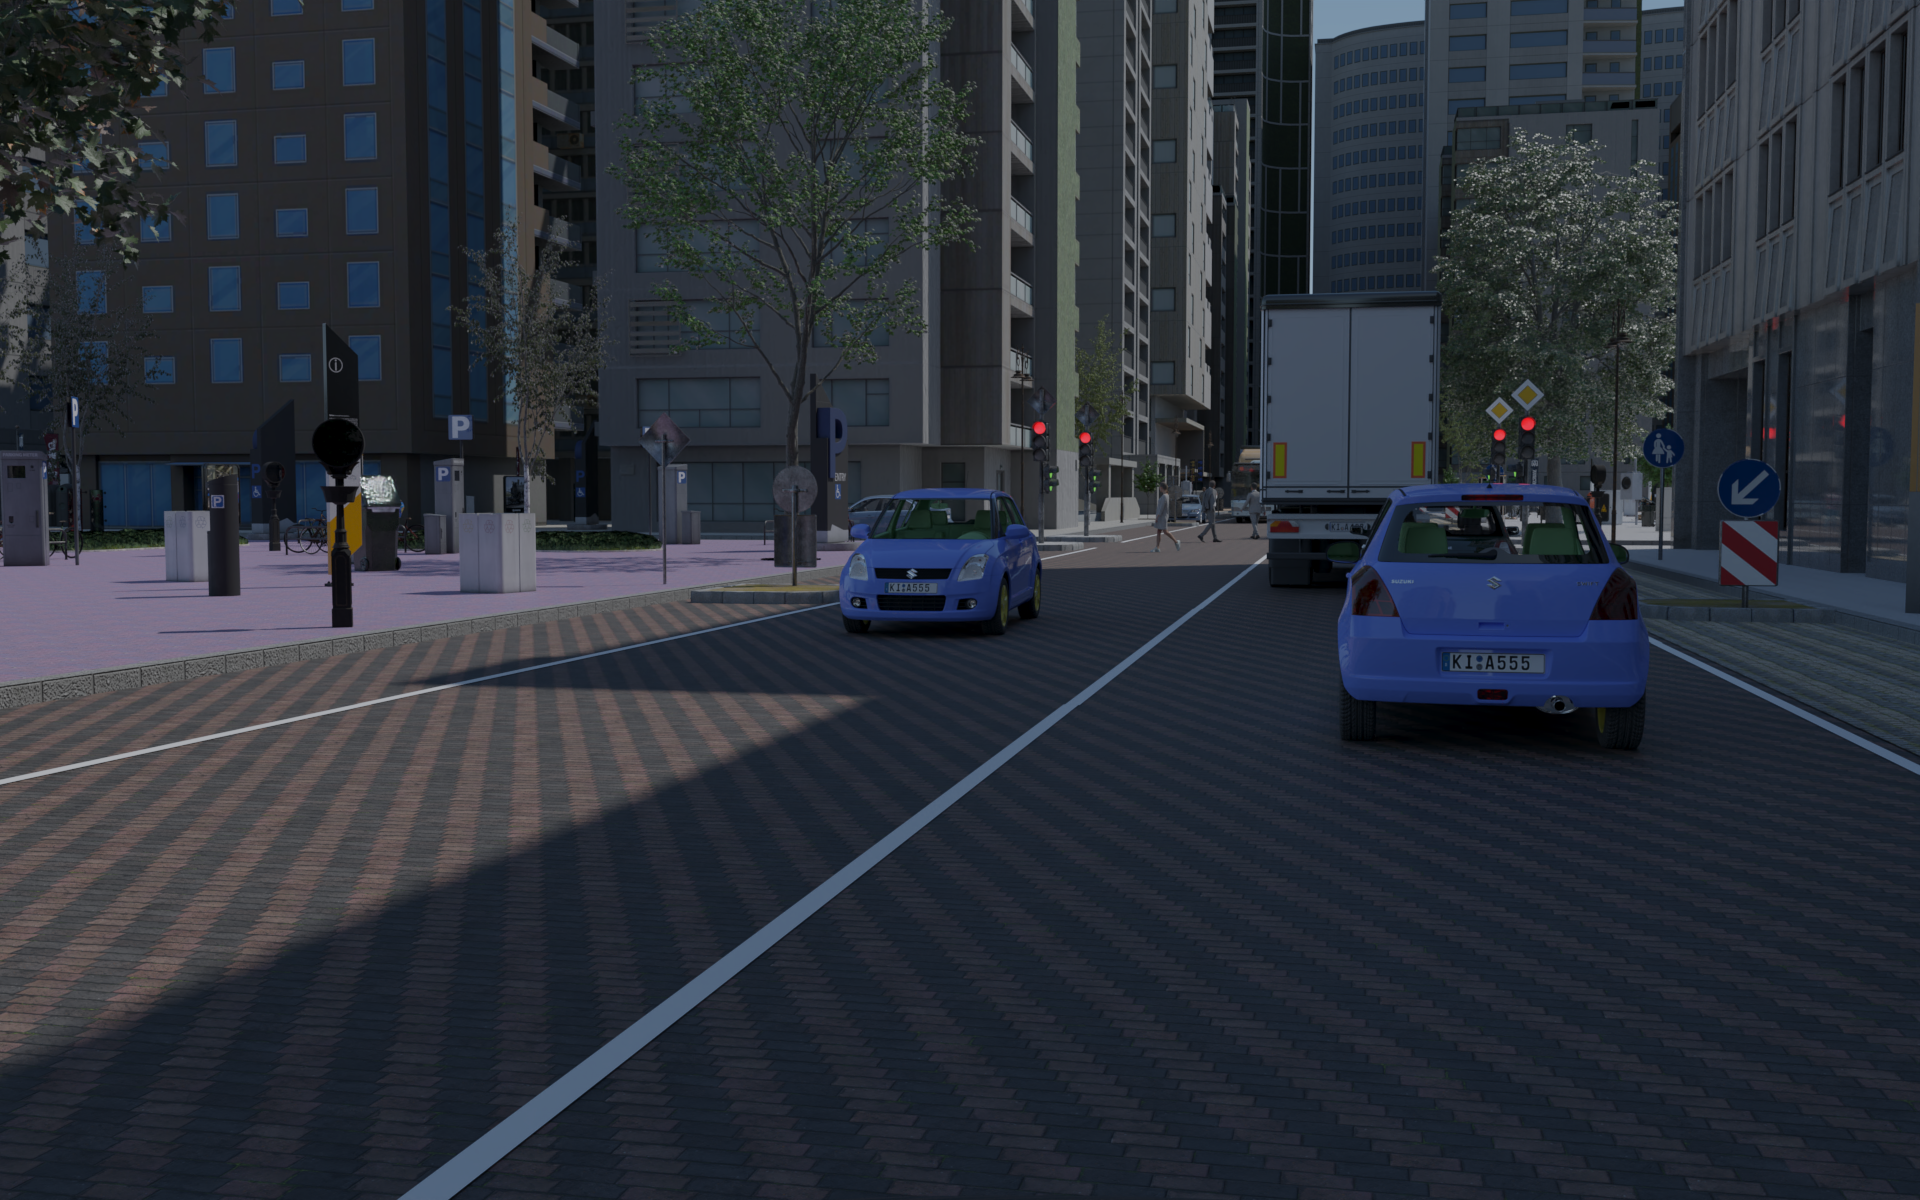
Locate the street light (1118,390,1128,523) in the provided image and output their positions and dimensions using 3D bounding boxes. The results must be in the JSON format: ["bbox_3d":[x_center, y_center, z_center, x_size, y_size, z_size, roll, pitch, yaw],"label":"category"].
[{"bbox_3d":[7.220,-6.382,77.133,0.468,5.910,1.993,1,4,13],"label":"street light"}]

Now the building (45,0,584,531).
[{"bbox_3d":[-24.234,-25.464,66.451,14.200,45.320,14.600,1,4,13],"label":"building"}]

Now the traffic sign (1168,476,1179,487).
[{"bbox_3d":[11.847,-5.753,96.187,0.606,2.300,0.079,1,4,14],"label":"traffic sign"}]

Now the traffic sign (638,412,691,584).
[{"bbox_3d":[-4.191,-1.428,24.536,0.795,2.450,0.064,1,4,15],"label":"traffic sign"}]

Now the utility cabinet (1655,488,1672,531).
[{"bbox_3d":[24.190,-3.065,58.786,1.173,1.500,0.318,-1,4,-19],"label":"utility cabinet"}]

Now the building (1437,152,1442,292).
[{"bbox_3d":[47.042,-22.831,144.984,14.160,30.474,14.107,1,4,13],"label":"building"}]

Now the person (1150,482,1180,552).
[{"bbox_3d":[5.059,-2.050,42.768,0.760,1.731,0.466,-1,4,-21],"label":"person"}]

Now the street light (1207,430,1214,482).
[{"bbox_3d":[18.096,-9.335,125.422,0.468,5.910,1.993,1,4,13],"label":"street light"}]

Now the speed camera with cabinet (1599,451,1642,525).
[{"bbox_3d":[27.554,-4.775,72.400,0.660,3.252,2.038,-1,4,-22],"label":"speed camera with cabinet"}]

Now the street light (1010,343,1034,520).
[{"bbox_3d":[1.921,-4.928,53.361,0.468,5.910,1.993,1,4,13],"label":"street light"}]

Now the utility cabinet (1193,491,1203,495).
[{"bbox_3d":[16.780,-6.813,120.070,1.173,1.500,0.318,1,4,23],"label":"utility cabinet"}]

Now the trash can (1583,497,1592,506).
[{"bbox_3d":[26.342,-3.771,73.307,0.748,1.137,0.748,0,3,0],"label":"trash can"}]

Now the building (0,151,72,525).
[{"bbox_3d":[-51.753,-32.710,76.810,28.212,58.520,21.231,1,4,13],"label":"building"}]

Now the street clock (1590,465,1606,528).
[{"bbox_3d":[15.775,-2.342,42.858,0.358,2.002,0.471,0,4,-1],"label":"street clock"}]

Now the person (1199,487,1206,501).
[{"bbox_3d":[12.794,-5.020,90.849,0.520,1.790,0.573,1,4,15],"label":"person"}]

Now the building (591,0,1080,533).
[{"bbox_3d":[-3.731,-23.092,61.156,14.154,41.232,14.086,1,4,13],"label":"building"}]

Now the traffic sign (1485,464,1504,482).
[{"bbox_3d":[22.221,-4.403,72.090,0.768,2.556,0.104,1,4,19],"label":"traffic sign"}]

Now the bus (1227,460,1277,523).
[{"bbox_3d":[15.757,-5.799,89.680,2.948,3.499,13.247,1,4,13],"label":"bus"}]

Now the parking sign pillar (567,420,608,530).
[{"bbox_3d":[-13.447,-4.519,62.364,1.447,3.967,1.447,0,4,8],"label":"parking sign pillar"}]

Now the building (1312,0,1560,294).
[{"bbox_3d":[57.978,-41.111,214.157,28.212,58.520,21.231,1,4,13],"label":"building"}]

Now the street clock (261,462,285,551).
[{"bbox_3d":[-15.435,-2.103,38.960,0.358,2.002,0.471,3,5,42],"label":"street clock"}]

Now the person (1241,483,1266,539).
[{"bbox_3d":[9.327,-2.818,54.849,0.678,1.792,0.850,-1,4,-18],"label":"person"}]

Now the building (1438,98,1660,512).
[{"bbox_3d":[44.232,-21.987,131.182,14.160,30.474,14.107,1,4,13],"label":"building"}]

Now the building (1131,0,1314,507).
[{"bbox_3d":[33.663,-47.739,218.788,20.611,71.187,20.563,1,4,13],"label":"building"}]

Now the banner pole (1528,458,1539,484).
[{"bbox_3d":[35.157,-7.124,106.497,0.863,3.779,0.401,0,4,6],"label":"banner pole"}]

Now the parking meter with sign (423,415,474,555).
[{"bbox_3d":[-11.050,-2.514,37.369,0.543,3.016,1.738,0,4,5],"label":"parking meter with sign"}]

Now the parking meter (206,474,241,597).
[{"bbox_3d":[-9.282,-0.820,21.816,0.372,1.533,0.369,0,3,0],"label":"parking meter"}]

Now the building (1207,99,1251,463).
[{"bbox_3d":[21.692,-30.088,175.533,14.154,41.232,14.086,1,4,13],"label":"building"}]

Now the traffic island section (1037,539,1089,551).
[{"bbox_3d":[2.090,-1.391,45.025,2.009,0.180,2.903,1,4,13],"label":"traffic island section"}]

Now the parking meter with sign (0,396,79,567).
[{"bbox_3d":[-16.686,-2.116,30.864,1.738,3.016,0.543,-1,4,-16],"label":"parking meter with sign"}]

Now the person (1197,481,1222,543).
[{"bbox_3d":[7.424,-2.610,51.268,0.850,1.850,0.679,-1,4,-17],"label":"person"}]

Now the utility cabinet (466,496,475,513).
[{"bbox_3d":[-32.034,-6.232,113.051,1.020,1.237,0.306,3,4,36],"label":"utility cabinet"}]

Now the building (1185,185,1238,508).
[{"bbox_3d":[18.408,-23.882,162.176,14.160,30.474,14.107,1,4,13],"label":"building"}]

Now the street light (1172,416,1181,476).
[{"bbox_3d":[12.602,-7.850,101.135,0.468,5.910,1.993,1,4,13],"label":"street light"}]

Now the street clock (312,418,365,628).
[{"bbox_3d":[-5.959,-0.739,16.657,0.471,2.002,0.358,-1,4,-16],"label":"street clock"}]

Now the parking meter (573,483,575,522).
[{"bbox_3d":[-17.628,-4.535,79.851,0.255,1.863,0.399,1,4,12],"label":"parking meter"}]

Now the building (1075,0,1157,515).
[{"bbox_3d":[4.463,-41.517,117.058,20.563,71.187,20.611,1,4,13],"label":"building"}]

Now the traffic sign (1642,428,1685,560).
[{"bbox_3d":[13.638,-2.052,33.649,0.768,2.556,0.104,1,4,14],"label":"traffic sign"}]

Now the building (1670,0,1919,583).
[{"bbox_3d":[20.432,-12.907,29.059,12.078,24.808,19.932,1,4,13],"label":"building"}]

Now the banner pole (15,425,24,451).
[{"bbox_3d":[-33.983,-4.444,62.680,0.401,3.779,0.863,-3,5,-44],"label":"banner pole"}]

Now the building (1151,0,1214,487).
[{"bbox_3d":[6.429,-33.833,142.405,28.713,52.752,27.495,1,4,13],"label":"building"}]

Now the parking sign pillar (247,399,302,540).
[{"bbox_3d":[-19.342,-3.688,48.776,1.447,3.967,1.447,1,4,22],"label":"parking sign pillar"}]

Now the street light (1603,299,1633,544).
[{"bbox_3d":[15.587,-4.181,41.147,0.468,5.910,1.993,1,4,13],"label":"street light"}]

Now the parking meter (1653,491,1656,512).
[{"bbox_3d":[42.731,-5.985,106.270,0.372,1.533,0.369,0,3,0],"label":"parking meter"}]

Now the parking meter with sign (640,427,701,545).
[{"bbox_3d":[-7.379,-2.945,44.409,1.738,3.016,0.543,3,4,36],"label":"parking meter with sign"}]

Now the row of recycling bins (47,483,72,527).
[{"bbox_3d":[-36.025,-3.738,68.234,3.534,1.692,1.069,2,4,26],"label":"row of recycling bins"}]

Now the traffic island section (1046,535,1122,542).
[{"bbox_3d":[3.831,-1.868,52.819,2.009,0.180,2.903,1,4,13],"label":"traffic island section"}]

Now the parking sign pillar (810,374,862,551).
[{"bbox_3d":[-2.968,-3.114,39.389,1.447,3.967,1.447,1,4,17],"label":"parking sign pillar"}]

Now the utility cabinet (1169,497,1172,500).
[{"bbox_3d":[13.286,-6.013,109.481,0.306,1.237,1.020,-1,4,-15],"label":"utility cabinet"}]

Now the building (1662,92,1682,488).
[{"bbox_3d":[82.360,-32.449,180.659,14.200,45.320,14.600,1,4,13],"label":"building"}]

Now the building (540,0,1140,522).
[{"bbox_3d":[-7.464,-24.330,89.670,32.217,40.220,23.993,1,4,13],"label":"building"}]

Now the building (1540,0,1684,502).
[{"bbox_3d":[85.707,-40.758,208.390,28.212,58.520,21.231,1,4,13],"label":"building"}]

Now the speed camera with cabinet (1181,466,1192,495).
[{"bbox_3d":[16.518,-7.752,121.078,2.038,3.252,0.660,1,4,22],"label":"speed camera with cabinet"}]
